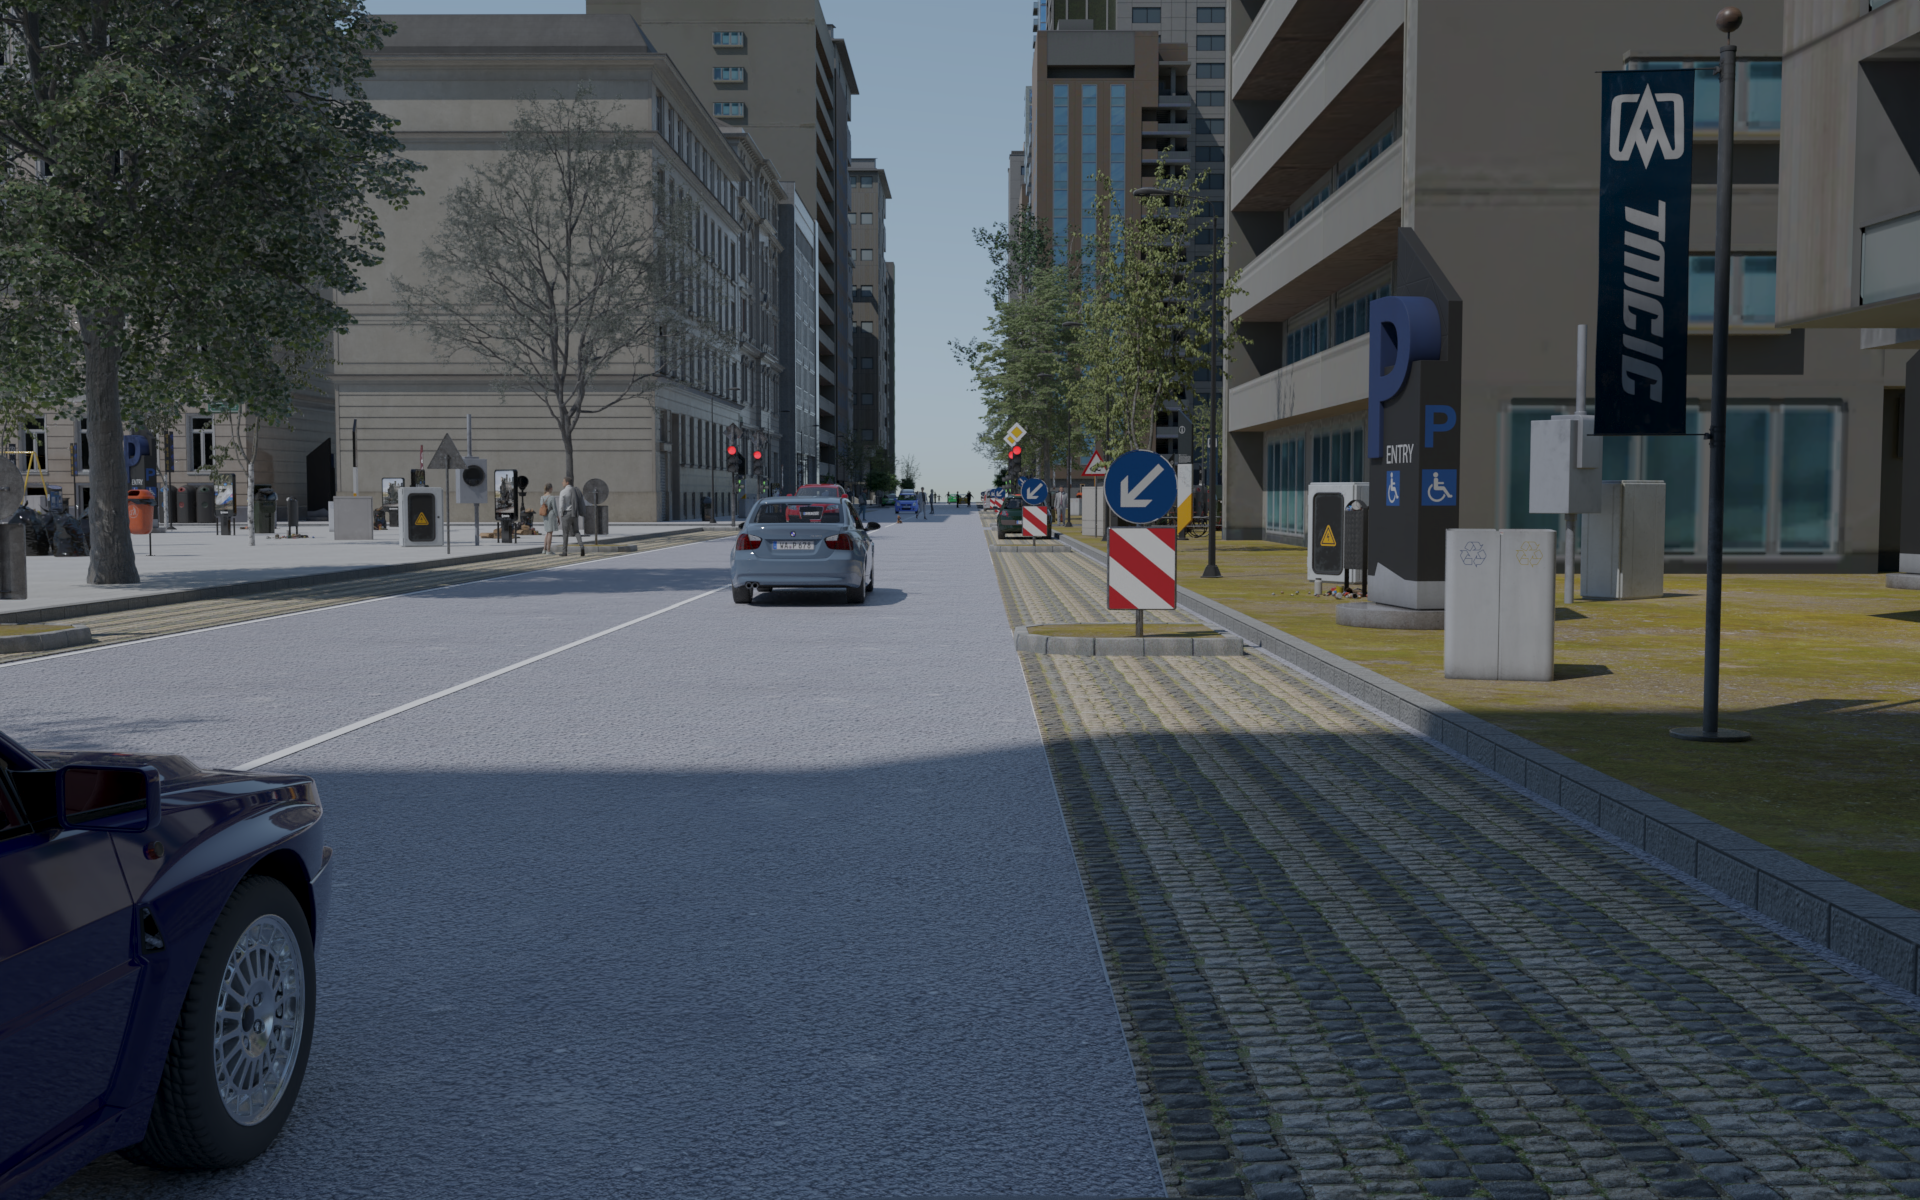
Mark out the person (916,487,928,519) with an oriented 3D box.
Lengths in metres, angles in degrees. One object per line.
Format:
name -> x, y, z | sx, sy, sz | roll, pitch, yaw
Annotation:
person -> -2.160, -5.489, 98.126 | 0.818, 1.842, 0.514 | 3, 5, 45

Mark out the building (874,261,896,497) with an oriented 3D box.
building -> -18.402, -37.490, 296.561 | 14.154, 41.232, 14.086 | 0, 4, 0

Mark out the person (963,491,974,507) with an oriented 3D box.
person -> 0.966, -11.117, 190.291 | 1.348, 1.821, 0.705 | 2, 4, 29

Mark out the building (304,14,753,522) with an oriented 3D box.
building -> -20.880, -15.823, 91.987 | 16.112, 22.955, 30.059 | 0, 4, 0

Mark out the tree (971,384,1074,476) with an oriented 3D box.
tree -> 5.132, -12.821, 144.031 | 8.767, 10.594, 7.601 | -1, 4, -9

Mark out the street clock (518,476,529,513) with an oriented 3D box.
street clock -> -17.079, -3.856, 67.623 | 0.471, 2.002, 0.358 | 0, 4, -7

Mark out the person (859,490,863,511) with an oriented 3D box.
person -> -8.472, -8.613, 149.805 | 0.515, 1.767, 0.782 | 0, 4, 0

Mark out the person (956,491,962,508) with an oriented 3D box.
person -> -0.157, -10.510, 181.056 | 0.721, 1.735, 1.217 | -2, 4, -27

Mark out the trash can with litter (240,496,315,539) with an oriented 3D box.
trash can with litter -> -19.547, -2.386, 50.071 | 1.678, 1.210, 2.233 | 0, 4, 2

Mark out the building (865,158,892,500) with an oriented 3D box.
building -> -25.614, -41.907, 274.411 | 28.713, 52.752, 27.495 | 0, 4, 0

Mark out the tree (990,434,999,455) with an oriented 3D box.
tree -> 4.748, -11.357, 136.056 | 4.737, 8.622, 4.395 | 0, 3, 0

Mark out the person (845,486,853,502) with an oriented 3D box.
person -> -6.285, -5.405, 96.232 | 0.648, 1.900, 0.474 | 1, 4, 20

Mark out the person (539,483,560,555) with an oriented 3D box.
person -> -9.665, -1.909, 40.720 | 0.512, 1.701, 0.522 | 2, 4, 27

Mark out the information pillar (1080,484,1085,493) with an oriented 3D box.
information pillar -> 9.026, -7.543, 127.824 | 0.304, 2.012, 0.304 | 0, 4, -4

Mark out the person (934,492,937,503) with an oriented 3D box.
person -> -3.940, -16.120, 272.076 | 0.705, 1.821, 1.348 | 3, 5, 40

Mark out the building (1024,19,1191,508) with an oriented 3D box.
building -> 13.965, -31.519, 165.452 | 14.600, 45.320, 14.200 | 0, 4, 0

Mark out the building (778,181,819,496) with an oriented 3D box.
building -> -18.397, -19.756, 141.028 | 12.078, 24.808, 19.932 | 0, 4, 0

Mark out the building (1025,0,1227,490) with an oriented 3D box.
building -> 17.404, -45.490, 182.009 | 20.563, 71.187, 20.611 | 0, 4, 0

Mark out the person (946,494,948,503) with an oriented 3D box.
person -> -1.846, -16.330, 275.476 | 1.348, 1.826, 0.705 | -2, 4, -31

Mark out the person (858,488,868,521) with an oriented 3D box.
person -> -5.159, -5.103, 92.278 | 0.721, 1.781, 0.623 | -3, 5, -43

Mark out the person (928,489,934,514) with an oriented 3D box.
person -> -2.104, -7.084, 124.506 | 0.526, 1.800, 0.537 | 2, 4, 24

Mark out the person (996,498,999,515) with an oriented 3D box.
person -> 2.616, -6.577, 116.004 | 0.580, 1.828, 0.573 | -1, 4, -12

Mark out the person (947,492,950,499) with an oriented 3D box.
person -> -1.620, -15.049, 254.692 | 0.705, 1.807, 1.348 | -2, 4, -27

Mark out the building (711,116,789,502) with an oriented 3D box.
building -> -19.829, -20.285, 119.052 | 14.401, 28.519, 23.554 | 0, 4, 0

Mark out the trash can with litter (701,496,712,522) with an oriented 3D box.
trash can with litter -> -11.777, -4.263, 81.083 | 0.624, 1.170, 1.055 | -1, 4, -19

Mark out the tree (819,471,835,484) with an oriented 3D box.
tree -> -10.514, -8.889, 139.941 | 1.663, 3.219, 1.824 | 0, 3, 0

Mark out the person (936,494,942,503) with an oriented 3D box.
person -> -3.224, -15.602, 266.847 | 1.065, 1.426, 0.557 | 0, 4, 4

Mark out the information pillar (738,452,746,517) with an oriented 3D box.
information pillar -> -11.968, -6.337, 94.969 | 0.504, 3.616, 0.183 | 1, 4, 23

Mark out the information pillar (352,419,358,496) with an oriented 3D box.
information pillar -> -18.767, -3.818, 53.787 | 0.183, 3.616, 0.504 | -1, 4, -12

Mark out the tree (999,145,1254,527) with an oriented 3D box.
tree -> 4.135, -5.341, 37.681 | 4.737, 8.622, 4.395 | 0, 3, 0

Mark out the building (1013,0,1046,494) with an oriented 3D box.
building -> 18.788, -58.207, 264.348 | 22.319, 86.520, 31.000 | 0, 4, 0

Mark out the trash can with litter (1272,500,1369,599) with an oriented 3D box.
trash can with litter -> 4.953, -0.628, 21.328 | 1.678, 1.210, 2.233 | -1, 4, -13

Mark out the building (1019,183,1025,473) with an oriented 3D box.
building -> 15.343, -36.263, 243.009 | 14.600, 45.320, 14.200 | 0, 4, 0

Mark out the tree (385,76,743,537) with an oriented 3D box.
tree -> -11.695, -8.635, 51.551 | 12.009, 13.543, 11.850 | 0, 3, 0

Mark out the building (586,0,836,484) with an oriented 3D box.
building -> -23.103, -32.873, 161.167 | 21.300, 48.544, 21.600 | 0, 4, 0

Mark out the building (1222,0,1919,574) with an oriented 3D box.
building -> 17.938, -25.262, 36.731 | 21.300, 48.544, 21.600 | 0, 4, 0

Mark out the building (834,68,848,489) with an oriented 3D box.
building -> -19.088, -32.383, 179.572 | 14.600, 45.320, 14.200 | 0, 4, 0

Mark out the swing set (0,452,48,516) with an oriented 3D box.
swing set -> -35.690, -4.059, 63.980 | 3.119, 2.851, 2.862 | 0, 3, 0

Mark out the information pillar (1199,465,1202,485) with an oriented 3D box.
information pillar -> 19.191, -8.943, 137.578 | 0.183, 3.616, 0.504 | -3, 5, -39

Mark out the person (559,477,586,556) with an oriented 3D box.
person -> -8.868, -1.898, 39.631 | 0.850, 1.850, 0.679 | 3, 5, 42

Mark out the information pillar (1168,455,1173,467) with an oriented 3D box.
information pillar -> 12.045, -6.564, 98.676 | 0.183, 3.616, 0.504 | -3, 4, -39

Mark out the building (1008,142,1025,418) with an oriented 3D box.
building -> 18.689, -46.079, 295.385 | 21.231, 58.520, 28.212 | 0, 4, 0

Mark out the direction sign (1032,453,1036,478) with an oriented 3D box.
direction sign -> 4.108, -6.357, 95.939 | 0.379, 3.537, 0.876 | 1, 4, 14

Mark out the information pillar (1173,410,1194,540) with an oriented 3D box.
information pillar -> 6.233, -3.462, 47.962 | 0.504, 3.616, 0.183 | 3, 5, 45

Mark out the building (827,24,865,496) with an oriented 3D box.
building -> -26.644, -37.368, 200.212 | 28.713, 52.752, 27.495 | 0, 4, 0

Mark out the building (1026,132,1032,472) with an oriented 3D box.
building -> 19.264, -36.023, 208.587 | 23.786, 49.044, 30.456 | 0, 4, 0

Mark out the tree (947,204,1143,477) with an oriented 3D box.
tree -> 5.586, -15.626, 111.372 | 12.611, 20.169, 13.585 | 0, 3, 0

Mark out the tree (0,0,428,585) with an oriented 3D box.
tree -> -12.117, -7.205, 24.451 | 9.857, 13.997, 8.962 | 0, 3, 0

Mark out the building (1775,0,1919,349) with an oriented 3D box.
building -> 14.066, -20.036, 11.189 | 14.154, 41.232, 14.086 | 0, 4, 0

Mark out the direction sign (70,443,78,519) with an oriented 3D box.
direction sign -> -39.212, -5.181, 76.703 | 0.379, 3.537, 0.876 | -3, 5, -43

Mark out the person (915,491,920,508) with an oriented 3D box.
person -> -3.593, -8.420, 147.163 | 0.512, 1.701, 0.522 | -1, 4, -19

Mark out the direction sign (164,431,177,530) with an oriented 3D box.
direction sign -> -28.390, -4.296, 62.234 | 0.379, 3.537, 0.876 | 0, 4, -6

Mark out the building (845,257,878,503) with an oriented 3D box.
building -> -28.083, -34.059, 248.749 | 32.217, 40.220, 23.993 | 0, 4, 0

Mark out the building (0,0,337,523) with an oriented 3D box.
building -> -41.731, -18.202, 83.502 | 20.117, 28.700, 13.634 | 0, 4, 0

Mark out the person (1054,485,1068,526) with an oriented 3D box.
person -> 4.283, -3.917, 72.820 | 0.678, 1.792, 0.850 | 0, 4, 8
